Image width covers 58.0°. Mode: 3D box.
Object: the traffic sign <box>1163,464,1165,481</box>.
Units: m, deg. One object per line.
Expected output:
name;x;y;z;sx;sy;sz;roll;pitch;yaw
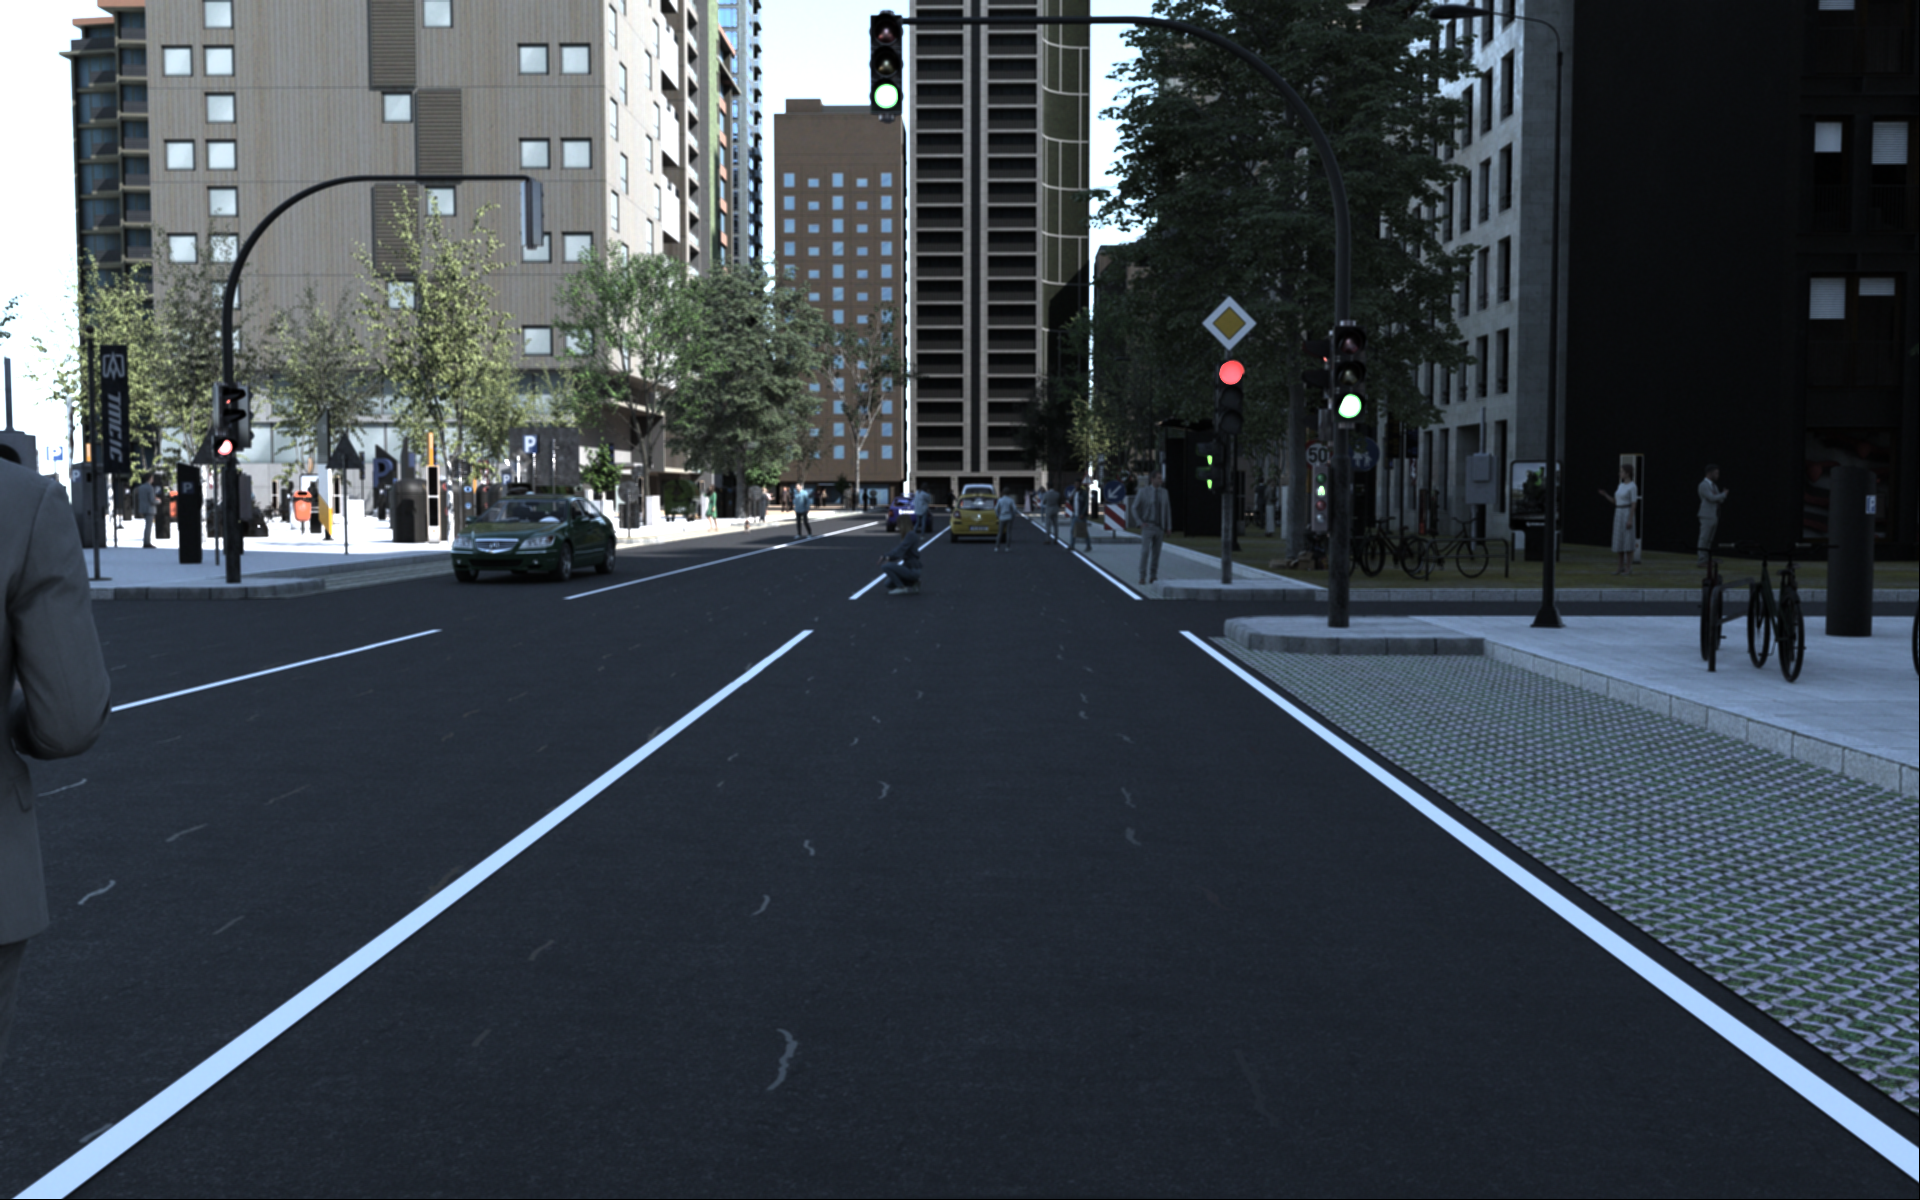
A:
traffic sign;7.134;-3.451;58.557;0.606;2.300;0.079;0;4;8

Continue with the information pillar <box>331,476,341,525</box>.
information pillar;-25.770;-4.095;71.443;0.304;2.012;0.304;3;5;44

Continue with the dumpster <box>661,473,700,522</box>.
dumpster;-12.862;-4.723;79.711;1.502;2.255;1.985;0;4;1

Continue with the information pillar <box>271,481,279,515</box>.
information pillar;-37.999;-5.603;96.105;0.304;2.012;0.304;-1;4;-10

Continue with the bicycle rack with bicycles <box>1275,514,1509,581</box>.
bicycle rack with bicycles;6.963;-0.822;26.825;2.925;0.926;2.852;-2;4;-31

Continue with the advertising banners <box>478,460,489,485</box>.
advertising banners;-23.510;-5.641;88.414;2.074;3.025;0.090;0;4;-7

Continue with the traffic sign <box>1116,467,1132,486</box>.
traffic sign;7.750;-4.996;81.794;0.768;2.556;0.104;0;4;3

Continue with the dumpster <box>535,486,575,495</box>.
dumpster;-13.875;-3.393;57.966;1.502;2.255;1.985;0;4;1

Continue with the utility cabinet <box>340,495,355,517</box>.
utility cabinet;-33.737;-5.149;95.354;0.306;1.237;1.020;1;4;16

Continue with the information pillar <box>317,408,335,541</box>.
information pillar;-17.444;-3.438;47.564;0.504;3.616;0.183;2;4;33

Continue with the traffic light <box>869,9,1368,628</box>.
traffic light;1.536;-2.561;16.535;4.771;5.953;1.251;0;4;1

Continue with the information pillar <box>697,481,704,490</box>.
information pillar;-14.680;-5.714;97.912;0.304;2.012;0.304;2;4;28

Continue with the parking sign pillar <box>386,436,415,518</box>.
parking sign pillar;-26.044;-5.700;81.671;1.447;3.967;1.447;-2;4;-27

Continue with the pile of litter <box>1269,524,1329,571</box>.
pile of litter;5.892;-0.962;29.688;1.176;0.858;1.719;0;4;3

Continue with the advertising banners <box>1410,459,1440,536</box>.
advertising banners;14.349;-3.512;53.604;0.090;3.025;2.074;-1;4;-10

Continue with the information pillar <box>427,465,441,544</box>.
information pillar;-13.528;-2.448;44.519;0.304;2.012;0.304;-1;4;-14

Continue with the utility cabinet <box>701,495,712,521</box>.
utility cabinet;-12.302;-4.462;84.122;0.306;1.237;1.020;0;4;7

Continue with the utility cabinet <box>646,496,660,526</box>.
utility cabinet;-12.245;-3.540;69.040;0.306;1.237;1.020;0;4;7

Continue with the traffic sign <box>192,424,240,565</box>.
traffic sign;-13.371;-1.903;31.114;0.884;2.594;0.081;0;4;3

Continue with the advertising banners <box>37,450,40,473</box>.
advertising banners;-35.426;-4.333;67.037;0.090;3.025;2.074;-3;5;-44

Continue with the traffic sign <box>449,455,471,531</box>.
traffic sign;-13.035;-2.634;45.193;0.606;2.300;0.079;0;4;7

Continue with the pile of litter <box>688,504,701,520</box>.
pile of litter;-13.288;-4.500;87.533;1.176;0.858;1.719;1;4;17

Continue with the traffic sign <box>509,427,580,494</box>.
traffic sign;-12.664;-3.600;52.737;2.265;3.308;0.079;1;4;11

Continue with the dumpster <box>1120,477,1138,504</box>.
dumpster;9.732;-5.865;98.390;1.502;2.255;1.985;0;4;1

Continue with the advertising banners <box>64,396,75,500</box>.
advertising banners;-16.405;-2.170;31.661;0.090;3.025;2.074;-3;4;-37

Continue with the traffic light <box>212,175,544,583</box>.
traffic light;-8.380;-3.071;24.876;4.771;5.953;1.251;0;4;1

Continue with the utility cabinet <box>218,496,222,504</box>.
utility cabinet;-32.190;-3.964;75.968;0.306;1.237;1.020;0;4;4

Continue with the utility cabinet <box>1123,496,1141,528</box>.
utility cabinet;6.717;-3.399;66.739;1.020;1.237;0.306;-3;5;-43

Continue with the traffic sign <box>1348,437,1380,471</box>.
traffic sign;8.904;-2.344;38.432;0.768;2.556;0.104;0;4;6

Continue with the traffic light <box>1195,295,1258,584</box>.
traffic light;3.786;-2.183;24.619;0.839;4.253;0.868;0;4;1

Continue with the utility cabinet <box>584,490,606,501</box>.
utility cabinet;-18.184;-4.753;86.388;0.318;1.500;1.173;2;4;33

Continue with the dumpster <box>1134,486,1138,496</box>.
dumpster;8.606;-4.463;78.728;1.264;1.857;1.865;0;4;1

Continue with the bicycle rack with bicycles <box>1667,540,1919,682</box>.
bicycle rack with bicycles;6.455;0.042;12.689;2.852;0.926;2.925;2;4;34

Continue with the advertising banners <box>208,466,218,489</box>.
advertising banners;-37.255;-5.629;88.220;2.074;3.025;0.090;-3;4;-39

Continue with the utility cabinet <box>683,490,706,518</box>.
utility cabinet;-13.869;-4.996;90.365;1.173;1.500;0.318;-1;4;-22

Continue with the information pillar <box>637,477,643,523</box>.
information pillar;-14.080;-4.422;76.790;0.304;2.012;0.304;2;4;30

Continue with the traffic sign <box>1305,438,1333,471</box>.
traffic sign;8.149;-2.411;39.534;0.768;2.556;0.104;0;4;3

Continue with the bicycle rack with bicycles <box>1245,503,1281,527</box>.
bicycle rack with bicycles;12.292;-3.345;68.073;2.925;0.926;2.852;-2;4;-27

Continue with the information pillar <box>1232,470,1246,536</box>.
information pillar;8.620;-3.002;53.574;0.304;2.012;0.304;3;5;43

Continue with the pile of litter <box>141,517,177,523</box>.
pile of litter;-35.466;-3.846;76.841;1.719;0.858;1.176;-2;4;-29

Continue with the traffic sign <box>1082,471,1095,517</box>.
traffic sign;7.222;-6.013;98.324;0.884;2.594;0.081;1;4;10

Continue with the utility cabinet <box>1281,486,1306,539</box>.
utility cabinet;9.577;-2.441;48.583;1.173;1.500;0.318;-2;4;-28

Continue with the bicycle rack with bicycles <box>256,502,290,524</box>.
bicycle rack with bicycles;-29.514;-3.766;74.960;2.925;0.926;2.852;0;4;-1

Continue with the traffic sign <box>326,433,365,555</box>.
traffic sign;-13.026;-2.244;36.692;0.884;2.594;0.081;0;4;8

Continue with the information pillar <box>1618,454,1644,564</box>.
information pillar;12.320;-1.671;31.816;0.304;2.012;0.304;-3;5;-40

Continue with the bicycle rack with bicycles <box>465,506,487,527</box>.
bicycle rack with bicycles;-15.804;-2.479;53.911;2.852;0.926;2.925;2;4;26

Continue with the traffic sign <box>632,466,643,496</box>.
traffic sign;-14.310;-4.726;77.373;0.768;2.556;0.104;1;4;10

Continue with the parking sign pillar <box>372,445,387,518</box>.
parking sign pillar;-31.198;-6.455;94.010;1.447;3.967;1.447;1;4;19

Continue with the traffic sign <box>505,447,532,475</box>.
traffic sign;-12.232;-2.951;47.984;0.795;2.593;0.064;1;4;9
